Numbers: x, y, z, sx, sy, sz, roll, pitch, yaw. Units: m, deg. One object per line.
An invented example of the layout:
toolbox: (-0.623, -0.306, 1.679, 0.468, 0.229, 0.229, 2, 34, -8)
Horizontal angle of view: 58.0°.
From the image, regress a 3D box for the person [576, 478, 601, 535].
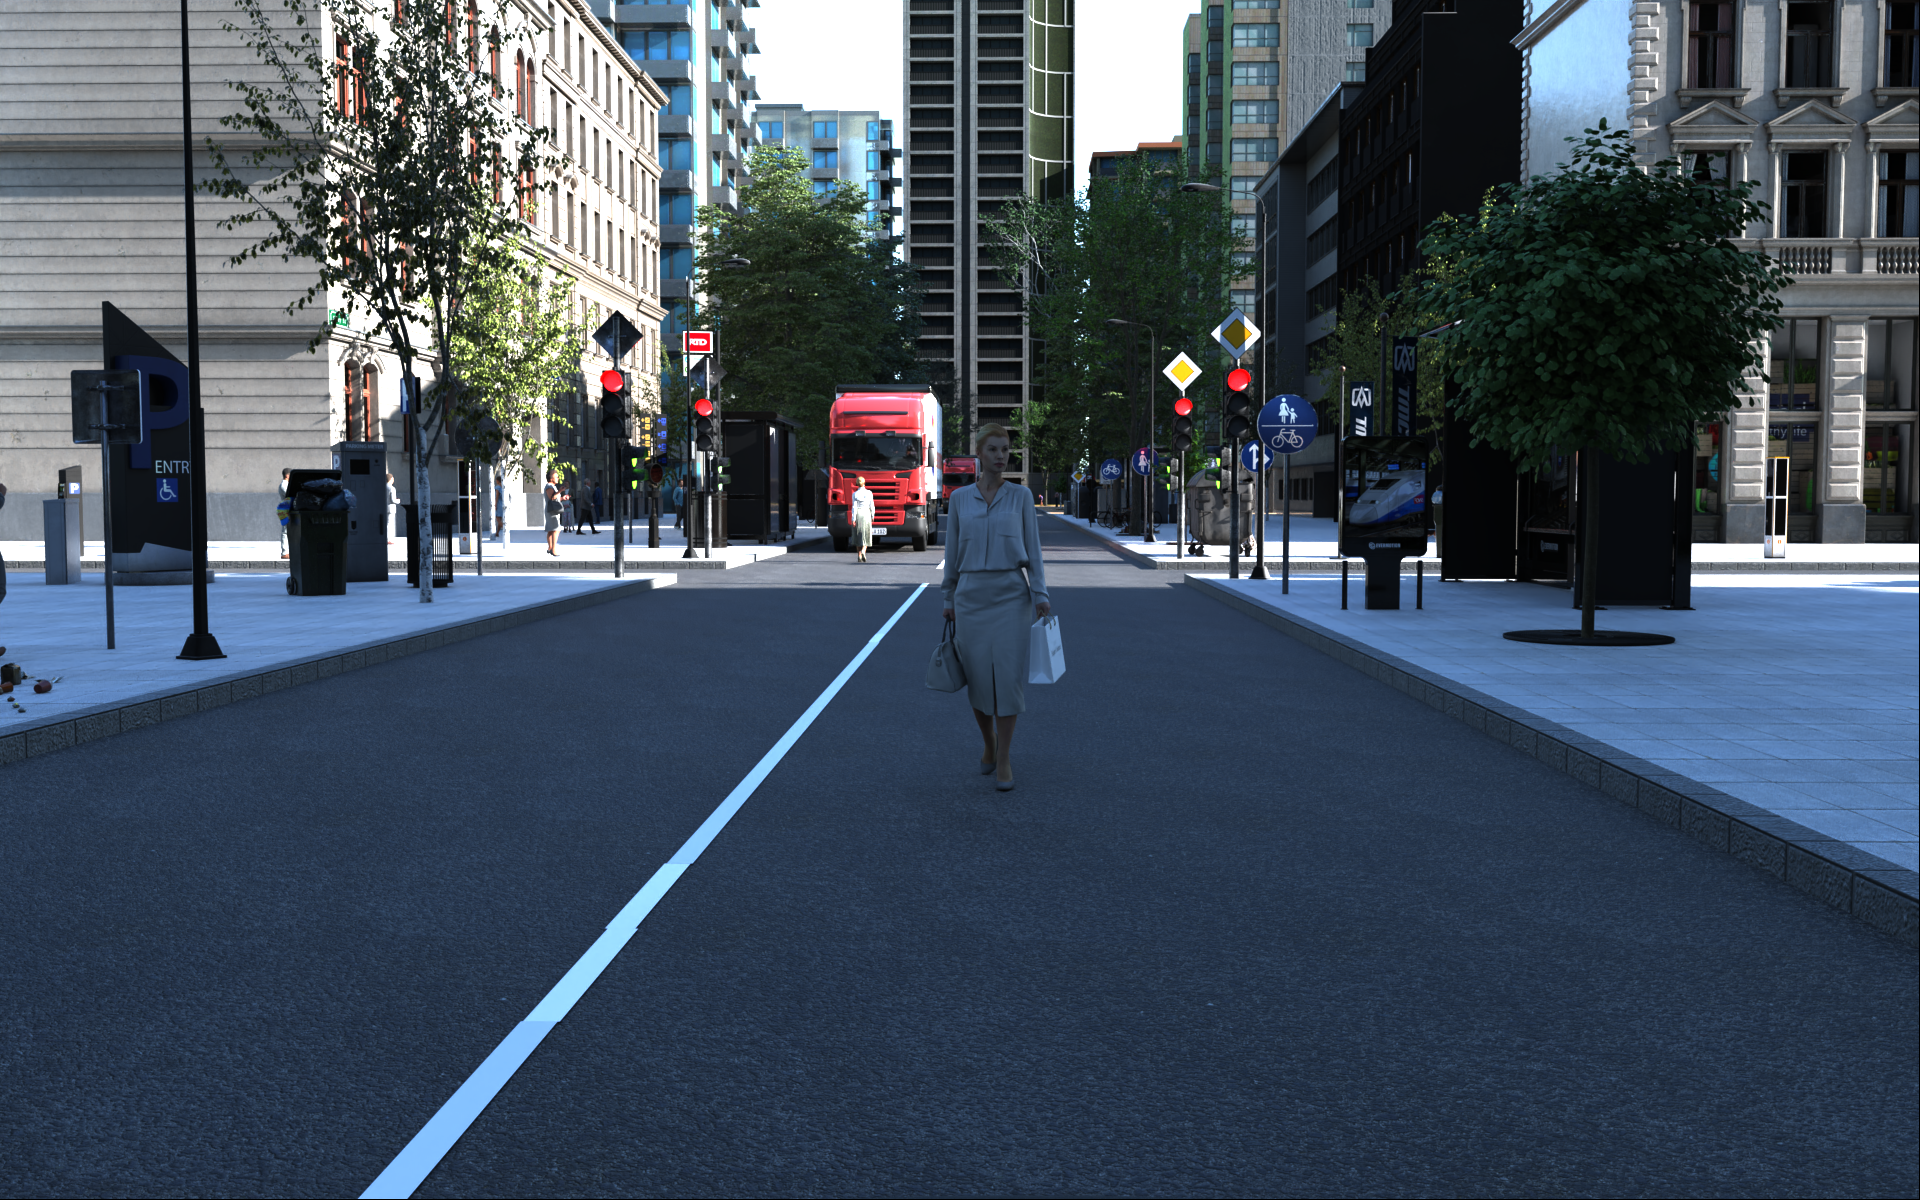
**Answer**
person: (-11.757, -2.962, 54.864, 0.834, 1.777, 0.661, -2, 4, -25)

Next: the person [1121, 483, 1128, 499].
person: (7.267, -4.350, 77.713, 0.519, 1.759, 0.362, -2, 4, -32)

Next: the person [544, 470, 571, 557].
person: (-8.300, -1.788, 35.634, 0.532, 1.782, 0.716, 0, 4, -7)

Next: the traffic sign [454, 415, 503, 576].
traffic sign: (-7.569, -1.659, 27.235, 0.768, 2.556, 0.104, 0, 4, 3)

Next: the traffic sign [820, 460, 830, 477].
traffic sign: (-4.689, -3.859, 62.822, 0.795, 2.593, 0.064, 0, 4, 6)

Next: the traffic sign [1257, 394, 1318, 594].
traffic sign: (4.175, -1.348, 22.146, 0.768, 2.556, 0.104, 0, 4, 8)

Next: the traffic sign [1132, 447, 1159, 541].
traffic sign: (5.079, -2.890, 47.361, 0.768, 2.556, 0.104, 0, 4, 4)

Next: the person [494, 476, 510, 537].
person: (-13.667, -2.784, 51.654, 0.778, 1.811, 0.616, 3, 4, 38)

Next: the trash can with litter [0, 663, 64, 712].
trash can with litter: (-6.316, 0.006, 10.955, 1.678, 1.210, 2.233, 0, 4, 1)

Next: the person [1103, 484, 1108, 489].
person: (6.798, -4.534, 80.356, 0.709, 1.800, 0.728, -1, 4, -19)

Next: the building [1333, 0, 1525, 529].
building: (23.012, -14.722, 70.390, 12.332, 23.373, 15.834, 0, 4, 1)

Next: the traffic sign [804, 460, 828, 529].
traffic sign: (-5.360, -3.939, 64.412, 0.884, 2.594, 0.081, 0, 4, 3)

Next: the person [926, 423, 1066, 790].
person: (0.203, 0.015, 8.615, 0.694, 1.780, 0.624, 2, 4, 24)

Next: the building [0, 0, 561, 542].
building: (-22.681, -16.481, 56.852, 14.401, 28.519, 23.554, 0, 4, 1)

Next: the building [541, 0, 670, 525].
building: (-22.127, -17.394, 81.660, 12.463, 27.353, 25.104, 0, 4, 1)

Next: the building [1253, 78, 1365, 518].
building: (24.962, -16.806, 93.842, 14.314, 24.678, 30.058, 0, 4, 1)

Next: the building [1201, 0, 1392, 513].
building: (25.792, -27.751, 137.322, 14.154, 41.232, 14.086, 0, 4, 1)

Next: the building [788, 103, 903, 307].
building: (-22.139, -36.432, 215.276, 30.456, 49.044, 23.786, 0, 4, 1)

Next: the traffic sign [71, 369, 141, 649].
traffic sign: (-7.031, -0.743, 14.283, 0.606, 2.300, 0.079, 0, 4, 8)

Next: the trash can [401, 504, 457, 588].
trash can: (-7.302, -0.746, 23.848, 0.748, 1.137, 0.748, 0, 3, 0)

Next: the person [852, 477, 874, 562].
person: (-2.052, -1.691, 36.376, 0.478, 1.798, 0.641, 0, 4, 2)

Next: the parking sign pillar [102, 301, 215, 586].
parking sign pillar: (-11.499, -2.221, 24.787, 1.447, 3.967, 1.447, 2, 4, 29)

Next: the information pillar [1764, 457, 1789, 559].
information pillar: (16.226, -1.831, 34.430, 0.304, 2.012, 0.304, 0, 4, -7)

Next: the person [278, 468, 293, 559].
person: (-13.252, -1.718, 34.319, 0.466, 1.800, 0.511, -2, 4, -26)

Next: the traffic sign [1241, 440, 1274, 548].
traffic sign: (7.013, -2.497, 40.936, 0.768, 2.556, 0.104, 0, 4, 8)

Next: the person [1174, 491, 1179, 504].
person: (9.693, -4.291, 76.461, 0.793, 1.790, 0.793, 0, 4, -8)

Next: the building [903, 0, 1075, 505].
building: (3.760, -47.370, 212.755, 20.611, 71.187, 20.563, 0, 4, 1)

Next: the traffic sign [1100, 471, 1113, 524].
traffic sign: (6.264, -4.392, 73.941, 0.606, 2.300, 0.079, 1, 4, 10)

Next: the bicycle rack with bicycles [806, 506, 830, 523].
bicycle rack with bicycles: (-5.107, -3.871, 76.667, 2.852, 0.926, 2.925, -3, 4, -36)

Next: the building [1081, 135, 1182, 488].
building: (28.629, -34.218, 214.080, 28.867, 44.769, 22.147, 0, 4, 1)

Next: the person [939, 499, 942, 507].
person: (-1.964, -10.007, 169.681, 0.705, 1.821, 1.348, -1, 4, -13)

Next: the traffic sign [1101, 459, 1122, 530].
traffic sign: (5.458, -3.815, 62.474, 0.768, 2.556, 0.104, 0, 4, 5)

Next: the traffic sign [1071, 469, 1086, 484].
traffic sign: (6.025, -5.393, 87.908, 0.795, 2.593, 0.064, 0, 4, 8)

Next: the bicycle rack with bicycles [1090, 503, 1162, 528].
bicycle rack with bicycles: (6.363, -3.223, 66.079, 2.925, 0.926, 2.852, -1, 4, -20)

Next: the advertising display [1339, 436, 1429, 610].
advertising display: (4.701, -0.857, 19.225, 0.974, 1.923, 0.123, 0, 4, -4)

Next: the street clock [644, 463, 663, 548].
street clock: (-7.250, -2.226, 40.962, 0.358, 2.002, 0.471, 2, 4, 31)

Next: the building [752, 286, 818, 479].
building: (-28.501, -19.355, 161.485, 28.899, 21.520, 27.650, 0, 4, 1)

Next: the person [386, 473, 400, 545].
person: (-14.388, -2.300, 43.853, 0.606, 1.804, 0.583, 2, 4, 32)

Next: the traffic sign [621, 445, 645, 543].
traffic sign: (-8.613, -2.760, 45.224, 0.768, 2.556, 0.104, 0, 4, 4)

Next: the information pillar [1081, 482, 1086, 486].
information pillar: (7.450, -6.064, 103.643, 0.304, 2.012, 0.304, 1, 4, 22)

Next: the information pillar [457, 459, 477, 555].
information pillar: (-10.408, -1.968, 36.664, 0.304, 2.012, 0.304, 1, 4, 20)

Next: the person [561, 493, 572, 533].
person: (-13.093, -2.898, 57.697, 0.394, 1.301, 0.425, 3, 5, 43)

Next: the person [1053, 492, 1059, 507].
person: (9.500, -10.082, 171.595, 0.721, 1.736, 1.217, -1, 4, -18)

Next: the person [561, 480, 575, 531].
person: (-13.726, -3.300, 60.545, 0.519, 1.759, 0.362, 0, 4, -1)

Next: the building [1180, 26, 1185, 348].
building: (26.187, -28.610, 151.375, 14.154, 41.232, 14.086, 0, 4, 1)

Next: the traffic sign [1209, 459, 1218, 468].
traffic sign: (6.775, -2.687, 46.067, 0.606, 2.300, 0.079, 1, 4, 11)

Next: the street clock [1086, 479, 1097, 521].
street clock: (6.292, -4.801, 83.067, 0.471, 2.002, 0.358, 2, 4, 33)

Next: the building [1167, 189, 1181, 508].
building: (26.771, -24.136, 166.317, 14.160, 30.474, 14.107, 0, 4, 1)

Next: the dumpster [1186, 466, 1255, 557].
dumpster: (5.409, -1.845, 35.931, 1.264, 1.857, 1.865, 0, 4, 1)

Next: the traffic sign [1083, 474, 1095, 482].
traffic sign: (8.101, -6.628, 108.474, 0.768, 2.556, 0.104, 0, 4, 8)

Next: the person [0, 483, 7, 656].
person: (-7.495, -0.433, 13.089, 0.622, 1.834, 0.822, 0, 4, 3)

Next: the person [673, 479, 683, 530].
person: (-10.011, -3.405, 61.735, 0.620, 1.820, 0.660, 1, 4, 22)

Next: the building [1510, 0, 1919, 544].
building: (26.521, -13.433, 48.513, 19.941, 23.489, 11.050, 0, 4, 1)

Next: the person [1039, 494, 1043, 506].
person: (8.921, -10.983, 191.297, 0.421, 1.427, 0.697, 2, 4, 31)

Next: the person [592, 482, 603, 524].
person: (-15.621, -4.184, 74.629, 0.419, 1.800, 0.721, 0, 4, -1)

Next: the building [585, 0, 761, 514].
building: (-26.487, -30.926, 125.250, 23.786, 49.044, 30.456, 0, 4, 1)
